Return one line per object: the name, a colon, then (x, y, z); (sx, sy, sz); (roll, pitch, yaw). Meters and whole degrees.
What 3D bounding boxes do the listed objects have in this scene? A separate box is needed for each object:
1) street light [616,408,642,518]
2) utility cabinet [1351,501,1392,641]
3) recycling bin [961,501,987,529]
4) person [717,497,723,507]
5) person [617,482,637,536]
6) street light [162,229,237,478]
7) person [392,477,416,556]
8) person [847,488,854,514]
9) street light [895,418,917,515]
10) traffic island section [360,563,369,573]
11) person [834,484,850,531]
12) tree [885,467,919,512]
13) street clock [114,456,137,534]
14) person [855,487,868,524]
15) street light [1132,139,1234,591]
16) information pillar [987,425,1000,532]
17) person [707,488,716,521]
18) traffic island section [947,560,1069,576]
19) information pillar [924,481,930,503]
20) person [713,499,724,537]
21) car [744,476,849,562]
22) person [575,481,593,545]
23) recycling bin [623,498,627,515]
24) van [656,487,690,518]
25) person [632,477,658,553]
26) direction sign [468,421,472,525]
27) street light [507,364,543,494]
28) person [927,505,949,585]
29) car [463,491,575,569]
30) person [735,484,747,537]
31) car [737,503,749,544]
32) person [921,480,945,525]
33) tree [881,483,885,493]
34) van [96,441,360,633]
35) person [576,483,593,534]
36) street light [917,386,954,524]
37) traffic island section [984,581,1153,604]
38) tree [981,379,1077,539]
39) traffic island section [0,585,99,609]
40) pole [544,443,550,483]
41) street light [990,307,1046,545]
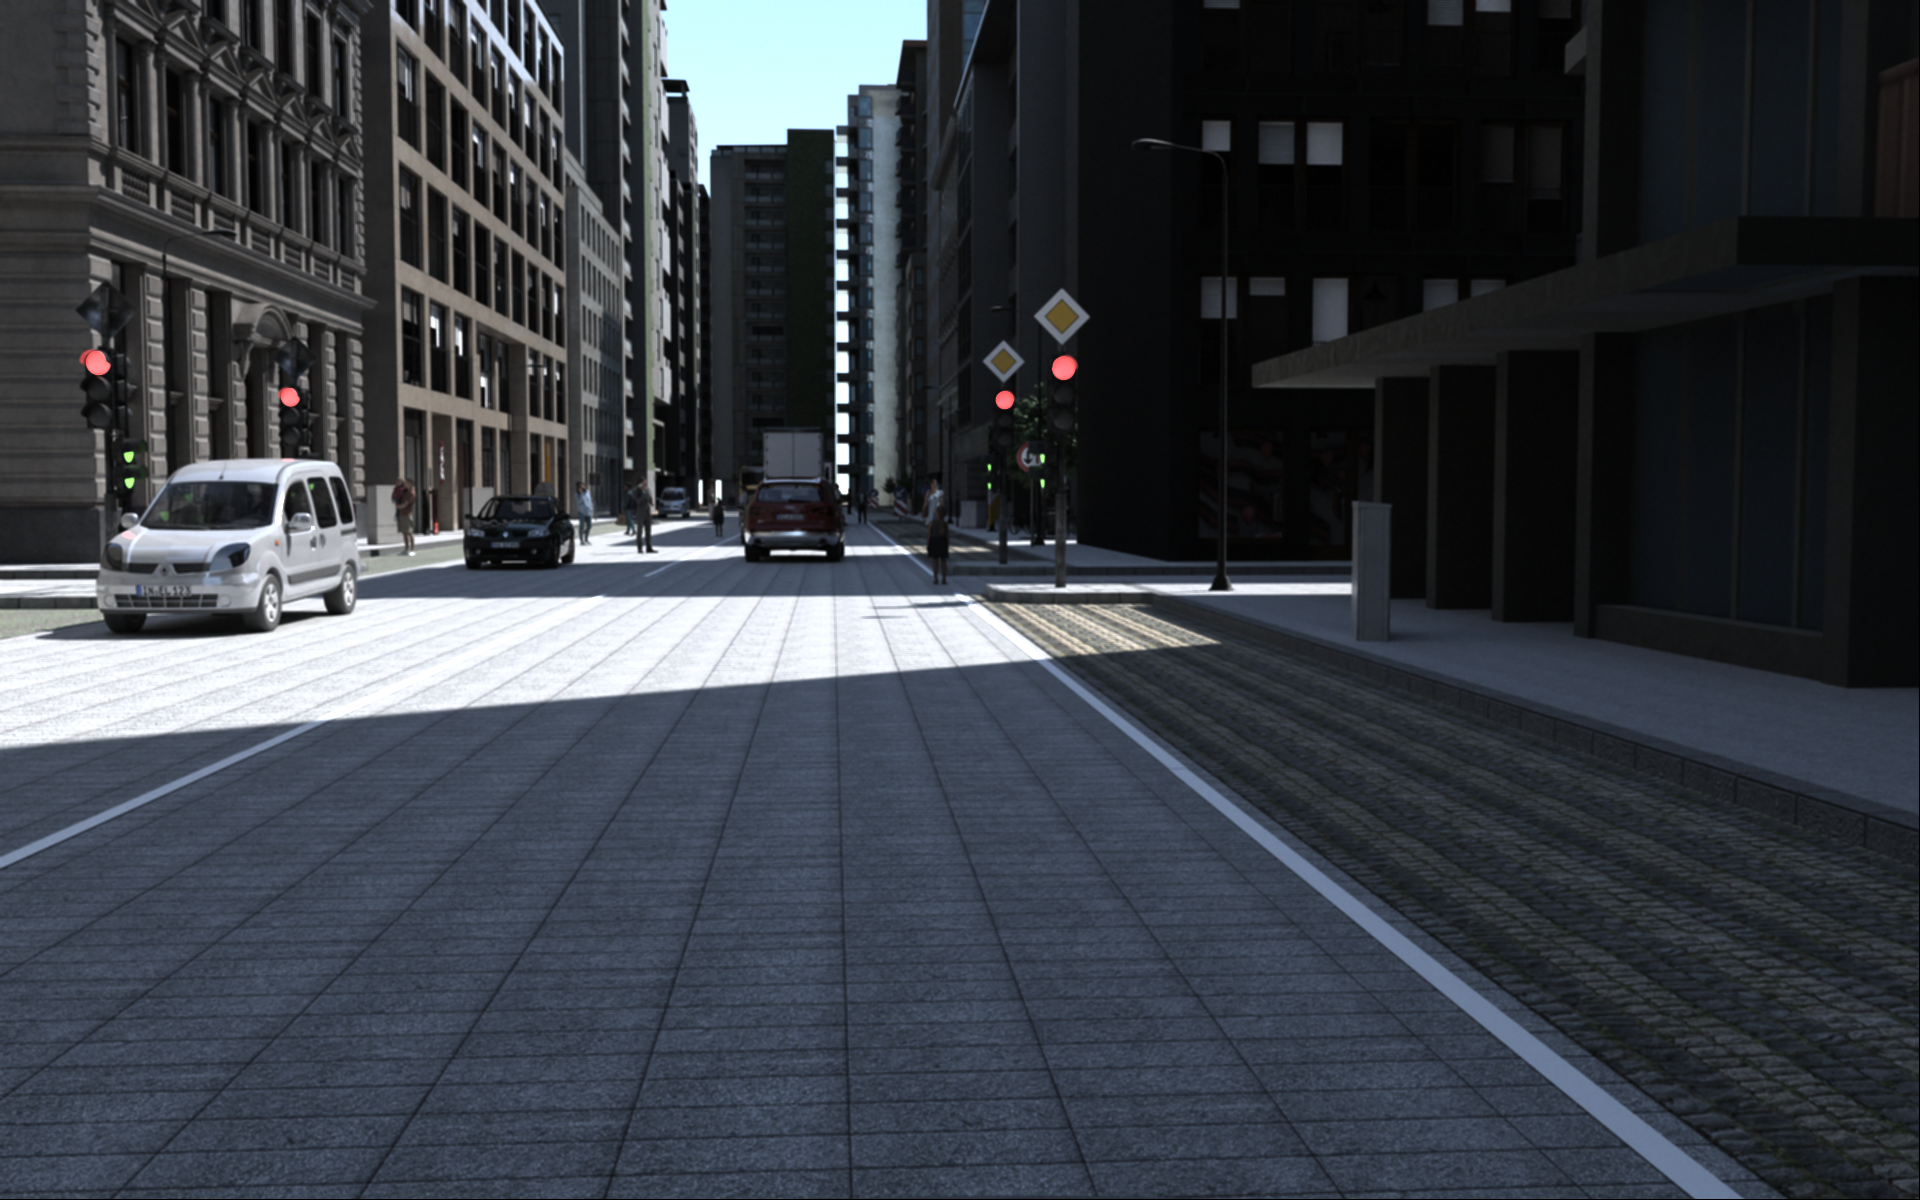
street light: (-17.802, -7.383, 93.255); (1.470, 5.913, 1.316); (0, 4, -4)
utility cabinet: (3.696, -0.269, 15.556); (0.306, 1.237, 1.020); (1, 4, 10)
recycling bin: (0.532, -3.196, 64.815); (0.722, 1.027, 0.722); (3, 4, 37)
person: (-14.644, -5.655, 105.644); (0.352, 1.250, 0.332); (-2, 4, -27)
person: (-11.277, -3.083, 58.896); (0.713, 1.824, 0.794); (2, 4, 27)
street light: (-13.381, -3.544, 30.482); (1.470, 5.913, 1.316); (0, 4, -4)
person: (-12.890, -1.942, 40.220); (0.580, 1.828, 0.573); (0, 4, 0)
person: (-7.766, -6.956, 122.194); (0.705, 1.831, 1.348); (-1, 4, -23)
street light: (-3.248, -8.170, 106.122); (1.470, 5.913, 1.316); (0, 4, -4)
traffic island section: (-11.795, -0.524, 30.843); (2.009, 0.180, 2.903); (0, 4, -4)
person: (-4.645, -3.592, 67.075); (0.795, 1.843, 0.661); (0, 4, 6)
tree: (-3.939, -7.884, 123.498); (1.663, 3.219, 1.824); (0, 3, 0)
street clock: (-14.886, -1.608, 30.853); (0.471, 2.002, 0.358); (2, 4, 29)
person: (-4.712, -4.551, 83.302); (0.661, 1.777, 0.834); (-1, 4, -19)
street light: (2.947, -3.080, 22.892); (1.470, 5.913, 1.316); (0, 4, -4)
information pillar: (1.151, -4.150, 59.211); (0.504, 3.616, 0.183); (-3, 5, -45)
person: (-13.139, -5.066, 91.877); (0.362, 1.759, 0.519); (3, 4, 36)
traffic island section: (0.813, -0.580, 31.770); (2.009, 0.180, 2.903); (0, 4, -4)
information pillar: (-1.813, -5.555, 95.311); (0.304, 2.012, 0.304); (0, 4, 5)
person: (-8.063, -2.730, 57.813); (0.362, 1.253, 0.373); (0, 4, -2)
car: (-3.598, -1.805, 38.191); (2.281, 1.827, 5.304); (0, 4, -2)
person: (-10.506, -2.424, 48.394); (0.793, 1.790, 0.793); (0, 4, 3)
recycling bin: (-20.024, -5.667, 105.202); (0.722, 1.027, 0.722); (-3, 5, -40)
van: (-17.023, -5.878, 103.118); (2.013, 2.044, 4.112); (0, 4, -5)
person: (-7.607, -2.061, 42.007); (0.447, 1.846, 0.655); (2, 4, 35)
direction sign: (-15.279, -3.796, 54.068); (0.379, 3.537, 0.876); (-1, 4, -20)
street light: (-15.553, -5.464, 61.872); (1.470, 5.913, 1.316); (0, 4, -4)
person: (-0.349, -0.872, 27.432); (0.362, 1.253, 0.373); (0, 4, -8)
car: (-8.724, -1.508, 34.448); (2.009, 1.686, 4.222); (0, 4, -6)
person: (-7.278, -2.968, 57.601); (0.524, 1.755, 0.480); (1, 4, 9)
car: (-5.527, -2.408, 51.164); (2.131, 1.459, 4.920); (0, 4, -6)
person: (-0.704, -2.252, 45.412); (0.616, 1.811, 0.778); (1, 4, 11)
tree: (-6.605, -10.185, 161.127); (1.663, 3.219, 1.824); (0, 3, 0)
van: (-8.031, -0.749, 19.253); (2.013, 2.044, 4.112); (0, 4, -3)
person: (-13.493, -3.267, 61.940); (0.581, 1.822, 0.654); (1, 4, 21)
street light: (-0.964, -6.239, 74.550); (1.470, 5.913, 1.316); (0, 4, -4)
traffic island section: (1.403, -0.093, 23.807); (2.009, 0.180, 2.903); (0, 4, -4)
tree: (2.324, -4.027, 49.559); (4.285, 4.588, 4.351); (0, 3, 0)
traffic island section: (-11.204, -0.037, 22.880); (2.009, 0.180, 2.903); (0, 4, -4)
pole: (-16.629, -4.647, 69.817); (0.158, 3.312, 0.155); (0, 3, 0)
street light: (1.442, -4.320, 43.178); (1.470, 5.913, 1.316); (0, 4, -4)
